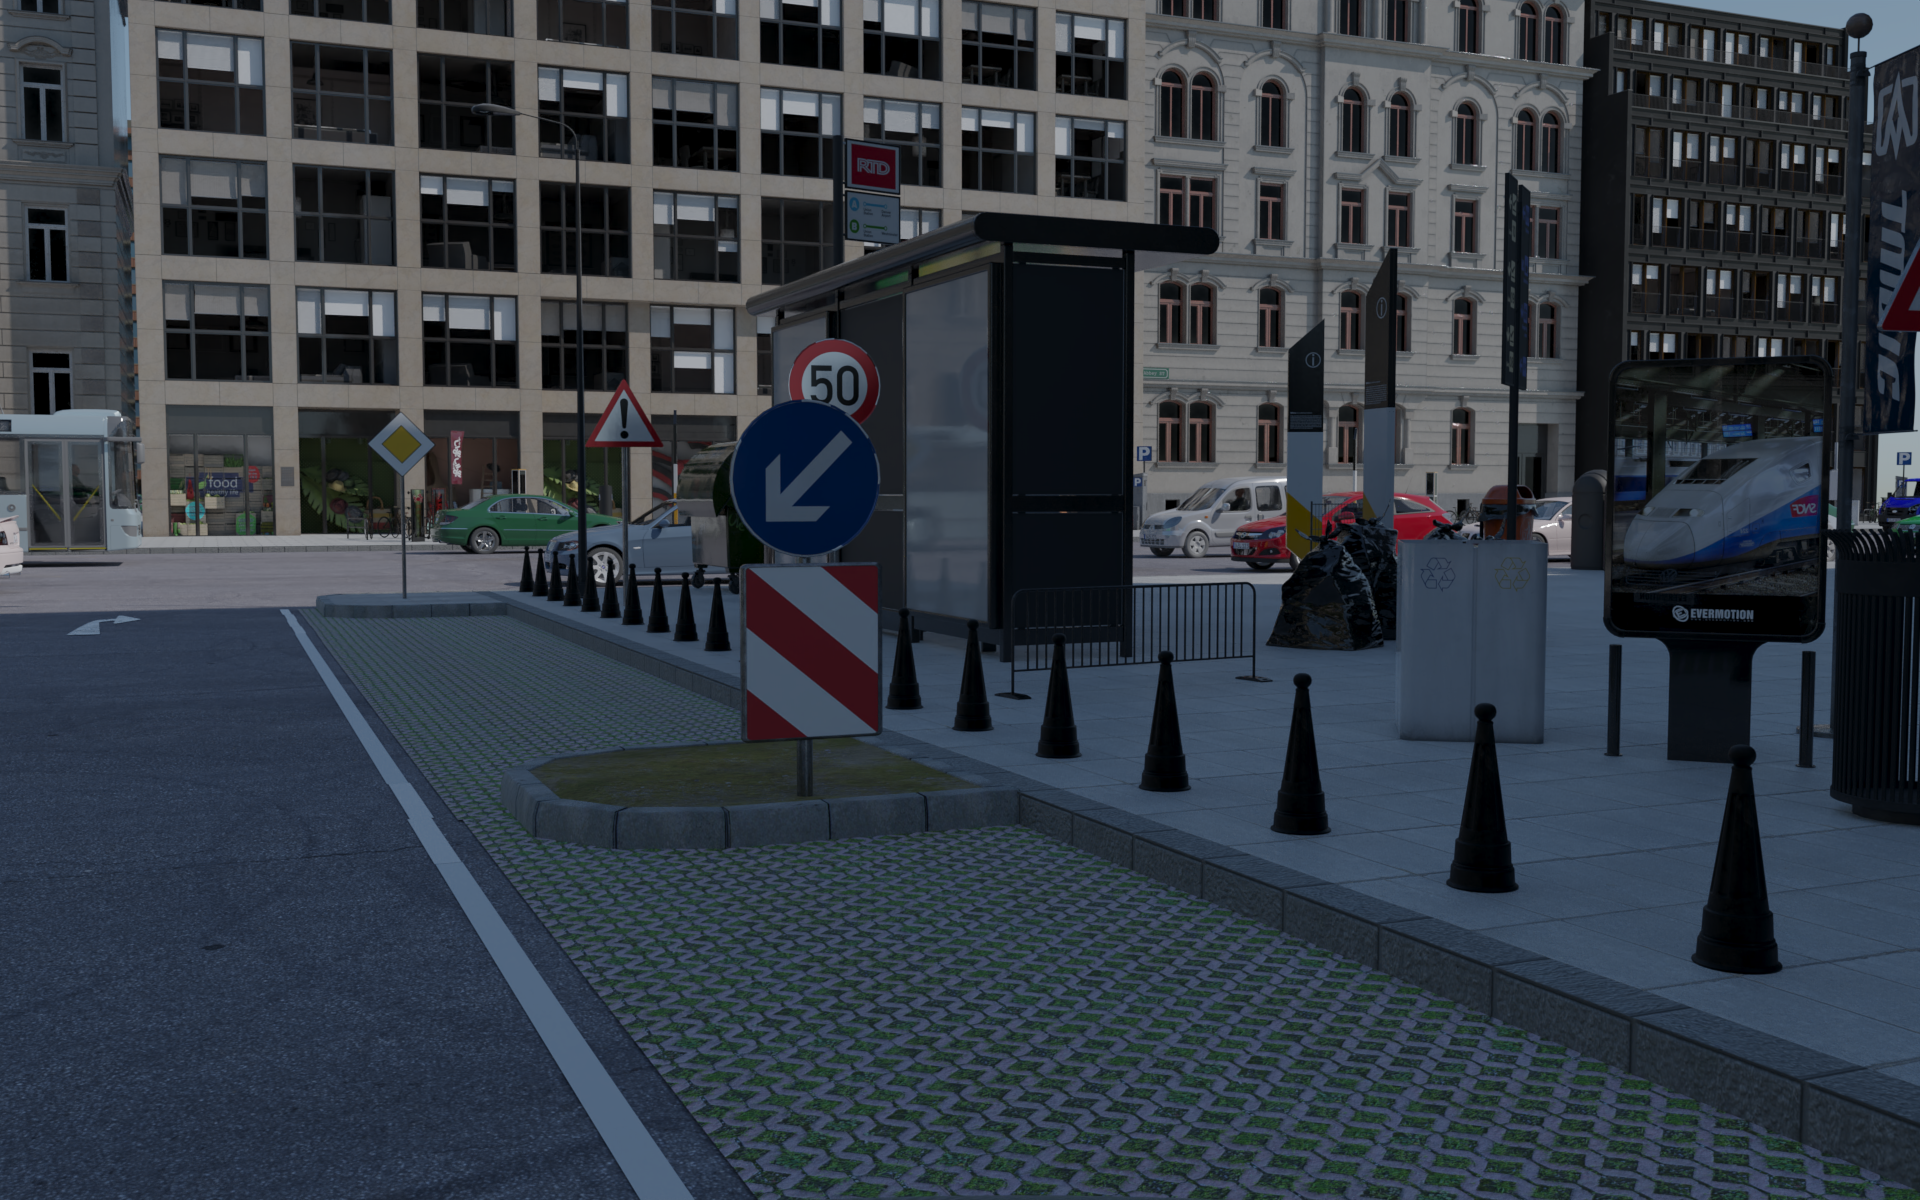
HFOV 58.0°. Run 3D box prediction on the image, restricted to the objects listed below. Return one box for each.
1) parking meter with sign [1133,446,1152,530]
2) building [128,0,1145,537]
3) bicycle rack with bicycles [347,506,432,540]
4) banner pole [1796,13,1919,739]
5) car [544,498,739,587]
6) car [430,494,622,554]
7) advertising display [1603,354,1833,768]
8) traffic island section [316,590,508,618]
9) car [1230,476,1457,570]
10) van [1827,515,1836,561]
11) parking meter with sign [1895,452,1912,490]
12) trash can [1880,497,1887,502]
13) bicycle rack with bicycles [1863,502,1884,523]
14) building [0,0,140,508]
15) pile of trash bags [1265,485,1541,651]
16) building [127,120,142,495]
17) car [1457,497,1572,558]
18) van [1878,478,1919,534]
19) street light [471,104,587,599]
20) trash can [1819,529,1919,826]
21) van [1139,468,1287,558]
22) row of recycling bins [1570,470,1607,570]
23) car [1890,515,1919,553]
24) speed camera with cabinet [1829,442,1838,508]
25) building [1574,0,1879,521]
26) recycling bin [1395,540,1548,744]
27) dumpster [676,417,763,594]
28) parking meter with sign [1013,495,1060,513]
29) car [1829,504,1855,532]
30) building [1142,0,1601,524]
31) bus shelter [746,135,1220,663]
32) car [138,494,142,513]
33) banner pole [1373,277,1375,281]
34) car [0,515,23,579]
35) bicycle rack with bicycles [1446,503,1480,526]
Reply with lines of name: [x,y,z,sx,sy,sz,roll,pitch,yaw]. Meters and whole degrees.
parking meter with sign: [6.422,-4.030,62.149,0.543,3.016,1.738,1,4,19]
building: [-12.568,-16.015,66.362,34.151,26.468,19.350,-2,4,-23]
bicycle rack with bicycles: [-16.374,-2.230,49.849,2.852,0.926,2.925,-2,4,-35]
banner pole: [4.686,-1.155,8.898,0.401,3.779,0.863,0,4,-1]
car: [-4.422,-0.978,27.992,4.499,1.417,2.014,-1,4,-22]
car: [-10.424,-1.876,42.470,4.920,1.459,2.131,-2,4,-25]
advertising display: [3.596,-0.187,8.266,0.974,1.923,0.123,2,4,25]
traffic island section: [-6.798,0.062,21.273,2.009,0.180,2.903,-2,4,-23]
car: [7.219,-1.448,32.713,4.494,1.783,2.155,-1,4,-22]
van: [16.320,-1.759,35.777,4.112,2.044,2.013,-1,4,-22]
parking meter with sign: [39.415,-4.662,72.482,0.543,3.016,1.738,2,4,25]
trash can: [42.912,-4.181,80.011,0.748,1.137,0.748,0,3,0]
bicycle rack with bicycles: [40.790,-3.829,75.993,2.925,0.926,2.852,-2,4,-30]
building: [-39.042,-15.638,52.937,25.104,27.353,12.463,-2,4,-23]
pile of trash bags: [4.263,-0.342,15.337,1.912,1.369,3.447,3,5,40]
building: [-96.288,-33.724,206.011,28.867,44.769,22.147,-2,4,-23]
car: [12.843,-1.520,37.211,4.827,1.381,2.083,-2,4,-24]
van: [35.137,-3.498,61.584,5.245,2.365,2.240,-1,4,-21]
street light: [-5.152,-2.964,21.001,1.470,5.913,1.316,-2,4,-23]
trash can: [3.806,0.293,6.866,0.748,1.137,0.748,0,3,0]
van: [6.122,-2.004,39.778,4.112,2.044,2.013,-2,4,-25]
row of recycling bins: [11.311,-1.289,28.181,1.069,1.692,3.534,-1,4,-22]
car: [24.453,-2.001,41.518,4.718,1.807,1.959,-1,4,-22]
speed camera with cabinet: [33.303,-4.451,67.110,0.660,3.252,2.038,0,4,-8]
building: [33.390,-15.509,83.249,15.834,23.373,12.332,-2,4,-23]
recycling bin: [2.719,0.201,9.266,0.722,1.027,0.722,1,4,12]
dumpster: [-2.791,-1.251,22.948,1.502,2.255,1.985,-1,4,-23]
parking meter with sign: [0.934,-1.594,22.330,1.738,3.016,0.543,-2,4,-31]
car: [21.925,-2.147,46.904,4.920,1.459,2.131,-1,4,-22]
building: [14.588,-17.711,76.964,23.554,28.519,14.401,-2,4,-23]
bus shelter: [-0.634,-2.423,17.245,2.179,5.291,8.768,-2,4,-23]
car: [-55.360,-6.359,115.770,2.131,1.459,4.920,-2,4,-25]
banner pole: [4.720,-1.819,19.751,0.401,3.779,0.863,1,4,19]
car: [-15.800,-0.721,24.147,4.827,1.381,2.083,-1,4,-22]
bicycle rack with bicycles: [20.688,-3.397,68.921,2.925,0.926,2.852,1,4,17]
